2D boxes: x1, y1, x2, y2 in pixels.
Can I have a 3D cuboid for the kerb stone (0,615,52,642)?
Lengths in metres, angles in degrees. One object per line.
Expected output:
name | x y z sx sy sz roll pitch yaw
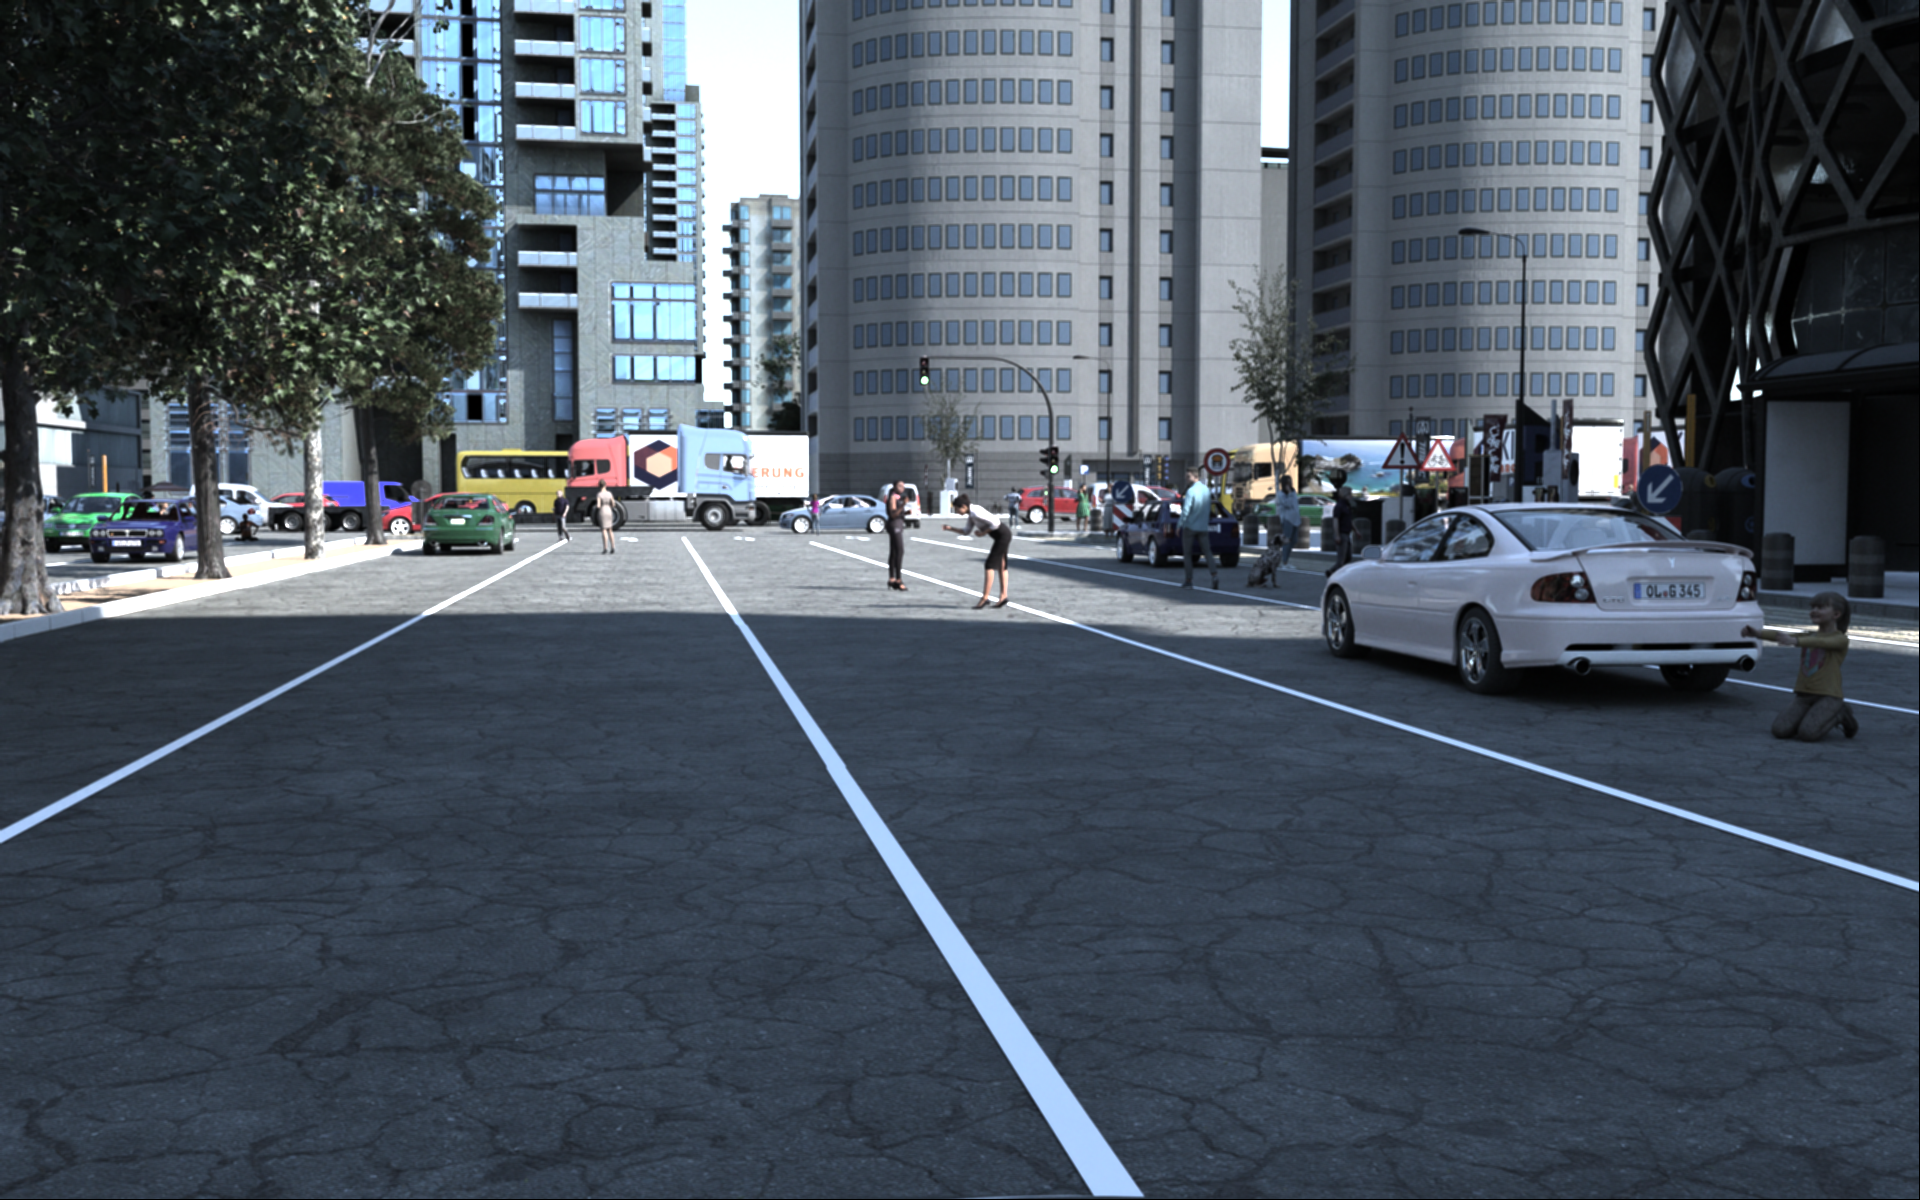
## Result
kerb stone | -9.491 0.281 17.605 0.120 0.150 1.000 -1 4 -10

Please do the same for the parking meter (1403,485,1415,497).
parking meter | 12.301 -2.396 47.589 0.372 1.533 0.369 0 3 0

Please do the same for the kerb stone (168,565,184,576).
kerb stone | -13.878 -0.503 30.437 0.120 0.150 1.000 -1 4 -10

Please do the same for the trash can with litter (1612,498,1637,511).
trash can with litter | 19.273 -2.413 50.843 1.055 1.170 0.624 -2 4 -26

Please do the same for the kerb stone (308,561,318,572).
kerb stone | -12.002 -0.581 31.831 0.120 0.150 1.000 -1 4 -10

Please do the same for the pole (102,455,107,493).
pole | -44.782 -5.925 90.711 0.158 3.312 0.155 0 3 0

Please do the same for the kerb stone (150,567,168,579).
kerb stone | -13.695 -0.442 29.420 0.120 0.150 1.000 -1 4 -10

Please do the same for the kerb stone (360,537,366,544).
kerb stone | -17.274 -1.680 49.745 0.120 0.150 1.000 -1 4 -10

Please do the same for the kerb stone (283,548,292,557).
kerb stone | -15.492 -1.063 39.575 0.120 0.150 1.000 -1 4 -10

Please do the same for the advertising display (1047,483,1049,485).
advertising display | 5.421 -6.035 103.884 0.123 1.923 0.974 -1 4 -12

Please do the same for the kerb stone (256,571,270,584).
kerb stone | -11.271 -0.340 27.759 0.120 0.150 1.000 -1 4 -10

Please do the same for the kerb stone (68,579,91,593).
kerb stone | -12.987 -0.194 25.369 0.120 0.150 1.000 -1 4 -10

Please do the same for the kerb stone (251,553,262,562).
kerb stone | -14.950 -0.871 36.525 0.120 0.150 1.000 -1 4 -10

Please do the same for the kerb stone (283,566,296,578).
kerb stone | -11.637 -0.465 29.798 0.120 0.150 1.000 -1 4 -10

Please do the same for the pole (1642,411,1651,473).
pole | 16.835 -2.976 42.505 0.158 3.312 0.155 0 3 0

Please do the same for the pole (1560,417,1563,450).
pole | 15.892 -3.165 45.587 0.158 3.312 0.155 0 3 0

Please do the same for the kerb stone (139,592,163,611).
kerb stone | -10.201 0.033 21.663 0.120 0.150 1.000 -1 4 -10

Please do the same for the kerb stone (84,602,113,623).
kerb stone | -9.850 0.156 19.637 0.120 0.150 1.000 -1 4 -10

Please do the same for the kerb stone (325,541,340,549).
kerb stone | -16.567 -1.436 45.681 0.120 0.150 1.000 -1 4 -10

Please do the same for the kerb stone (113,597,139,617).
kerb stone | -10.029 0.095 20.650 0.120 0.150 1.000 -1 4 -10

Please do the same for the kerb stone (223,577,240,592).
kerb stone | -10.916 -0.216 25.726 0.120 0.150 1.000 -1 4 -10

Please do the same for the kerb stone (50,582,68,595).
kerb stone | -12.812 -0.132 24.351 0.120 0.150 1.000 -1 4 -10

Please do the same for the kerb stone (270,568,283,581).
kerb stone | -11.456 -0.402 28.774 0.120 0.150 1.000 -1 4 -10

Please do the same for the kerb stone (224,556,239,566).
kerb stone | -14.592 -0.752 34.492 0.120 0.150 1.000 -1 4 -10

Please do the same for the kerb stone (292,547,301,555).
kerb stone | -15.674 -1.122 40.593 0.120 0.150 1.000 -1 4 -10

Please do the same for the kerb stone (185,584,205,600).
kerb stone | -10.560 -0.091 23.688 0.120 0.150 1.000 -1 4 -10

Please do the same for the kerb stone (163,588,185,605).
kerb stone | -10.385 -0.029 22.675 0.120 0.150 1.000 -1 4 -10

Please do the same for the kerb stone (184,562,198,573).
kerb stone | -14.055 -0.566 31.455 0.120 0.150 1.000 -1 4 -10

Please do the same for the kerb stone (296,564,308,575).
kerb stone | -11.814 -0.527 30.811 0.120 0.150 1.000 -1 4 -10

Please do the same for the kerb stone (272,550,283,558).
kerb stone | -15.306 -1.001 38.562 0.120 0.150 1.000 -1 4 -10

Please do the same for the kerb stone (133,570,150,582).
kerb stone | -13.530 -0.379 28.406 0.120 0.150 1.000 -1 4 -10

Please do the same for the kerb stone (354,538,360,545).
kerb stone | -17.104 -1.623 48.726 0.120 0.150 1.000 -1 4 -10

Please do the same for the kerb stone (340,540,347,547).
kerb stone | -16.745 -1.496 46.694 0.120 0.150 1.000 -1 4 -10

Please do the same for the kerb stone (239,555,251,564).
kerb stone | -14.773 -0.812 35.512 0.120 0.150 1.000 -1 4 -10

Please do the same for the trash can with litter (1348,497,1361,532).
trash can with litter | 13.247 -2.872 58.351 0.624 1.170 1.055 1 4 22

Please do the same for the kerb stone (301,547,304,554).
kerb stone | -15.851 -1.188 41.614 0.120 0.150 1.000 -1 4 -10

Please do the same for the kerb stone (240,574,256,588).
kerb stone | -11.088 -0.276 26.741 0.120 0.150 1.000 -1 4 -10

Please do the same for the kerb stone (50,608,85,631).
kerb stone | -9.667 0.220 18.617 0.120 0.150 1.000 -1 4 -10

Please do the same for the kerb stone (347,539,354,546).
kerb stone | -16.924 -1.561 47.713 0.120 0.150 1.000 -1 4 -10

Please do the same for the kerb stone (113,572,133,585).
kerb stone | -13.342 -0.318 27.395 0.120 0.150 1.000 -1 4 -10

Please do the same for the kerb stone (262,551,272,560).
kerb stone | -15.136 -0.939 37.548 0.120 0.150 1.000 -1 4 -10

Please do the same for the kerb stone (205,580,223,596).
kerb stone | -10.741 -0.154 24.713 0.120 0.150 1.000 -1 4 -10

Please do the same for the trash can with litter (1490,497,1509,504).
trash can with litter | 13.730 -1.943 42.823 2.233 1.210 1.678 -1 4 -9

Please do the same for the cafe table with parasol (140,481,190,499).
cafe table with parasol | -41.659 -5.253 90.748 2.610 1.966 2.610 1 4 14

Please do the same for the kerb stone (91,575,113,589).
kerb stone | -13.167 -0.254 26.381 0.120 0.150 1.000 -1 4 -10

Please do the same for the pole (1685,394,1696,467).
pole | 14.928 -2.544 35.432 0.158 3.312 0.155 0 3 0

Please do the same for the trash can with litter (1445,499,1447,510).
trash can with litter | 31.290 -6.103 111.164 0.624 1.170 1.055 -2 4 -29
